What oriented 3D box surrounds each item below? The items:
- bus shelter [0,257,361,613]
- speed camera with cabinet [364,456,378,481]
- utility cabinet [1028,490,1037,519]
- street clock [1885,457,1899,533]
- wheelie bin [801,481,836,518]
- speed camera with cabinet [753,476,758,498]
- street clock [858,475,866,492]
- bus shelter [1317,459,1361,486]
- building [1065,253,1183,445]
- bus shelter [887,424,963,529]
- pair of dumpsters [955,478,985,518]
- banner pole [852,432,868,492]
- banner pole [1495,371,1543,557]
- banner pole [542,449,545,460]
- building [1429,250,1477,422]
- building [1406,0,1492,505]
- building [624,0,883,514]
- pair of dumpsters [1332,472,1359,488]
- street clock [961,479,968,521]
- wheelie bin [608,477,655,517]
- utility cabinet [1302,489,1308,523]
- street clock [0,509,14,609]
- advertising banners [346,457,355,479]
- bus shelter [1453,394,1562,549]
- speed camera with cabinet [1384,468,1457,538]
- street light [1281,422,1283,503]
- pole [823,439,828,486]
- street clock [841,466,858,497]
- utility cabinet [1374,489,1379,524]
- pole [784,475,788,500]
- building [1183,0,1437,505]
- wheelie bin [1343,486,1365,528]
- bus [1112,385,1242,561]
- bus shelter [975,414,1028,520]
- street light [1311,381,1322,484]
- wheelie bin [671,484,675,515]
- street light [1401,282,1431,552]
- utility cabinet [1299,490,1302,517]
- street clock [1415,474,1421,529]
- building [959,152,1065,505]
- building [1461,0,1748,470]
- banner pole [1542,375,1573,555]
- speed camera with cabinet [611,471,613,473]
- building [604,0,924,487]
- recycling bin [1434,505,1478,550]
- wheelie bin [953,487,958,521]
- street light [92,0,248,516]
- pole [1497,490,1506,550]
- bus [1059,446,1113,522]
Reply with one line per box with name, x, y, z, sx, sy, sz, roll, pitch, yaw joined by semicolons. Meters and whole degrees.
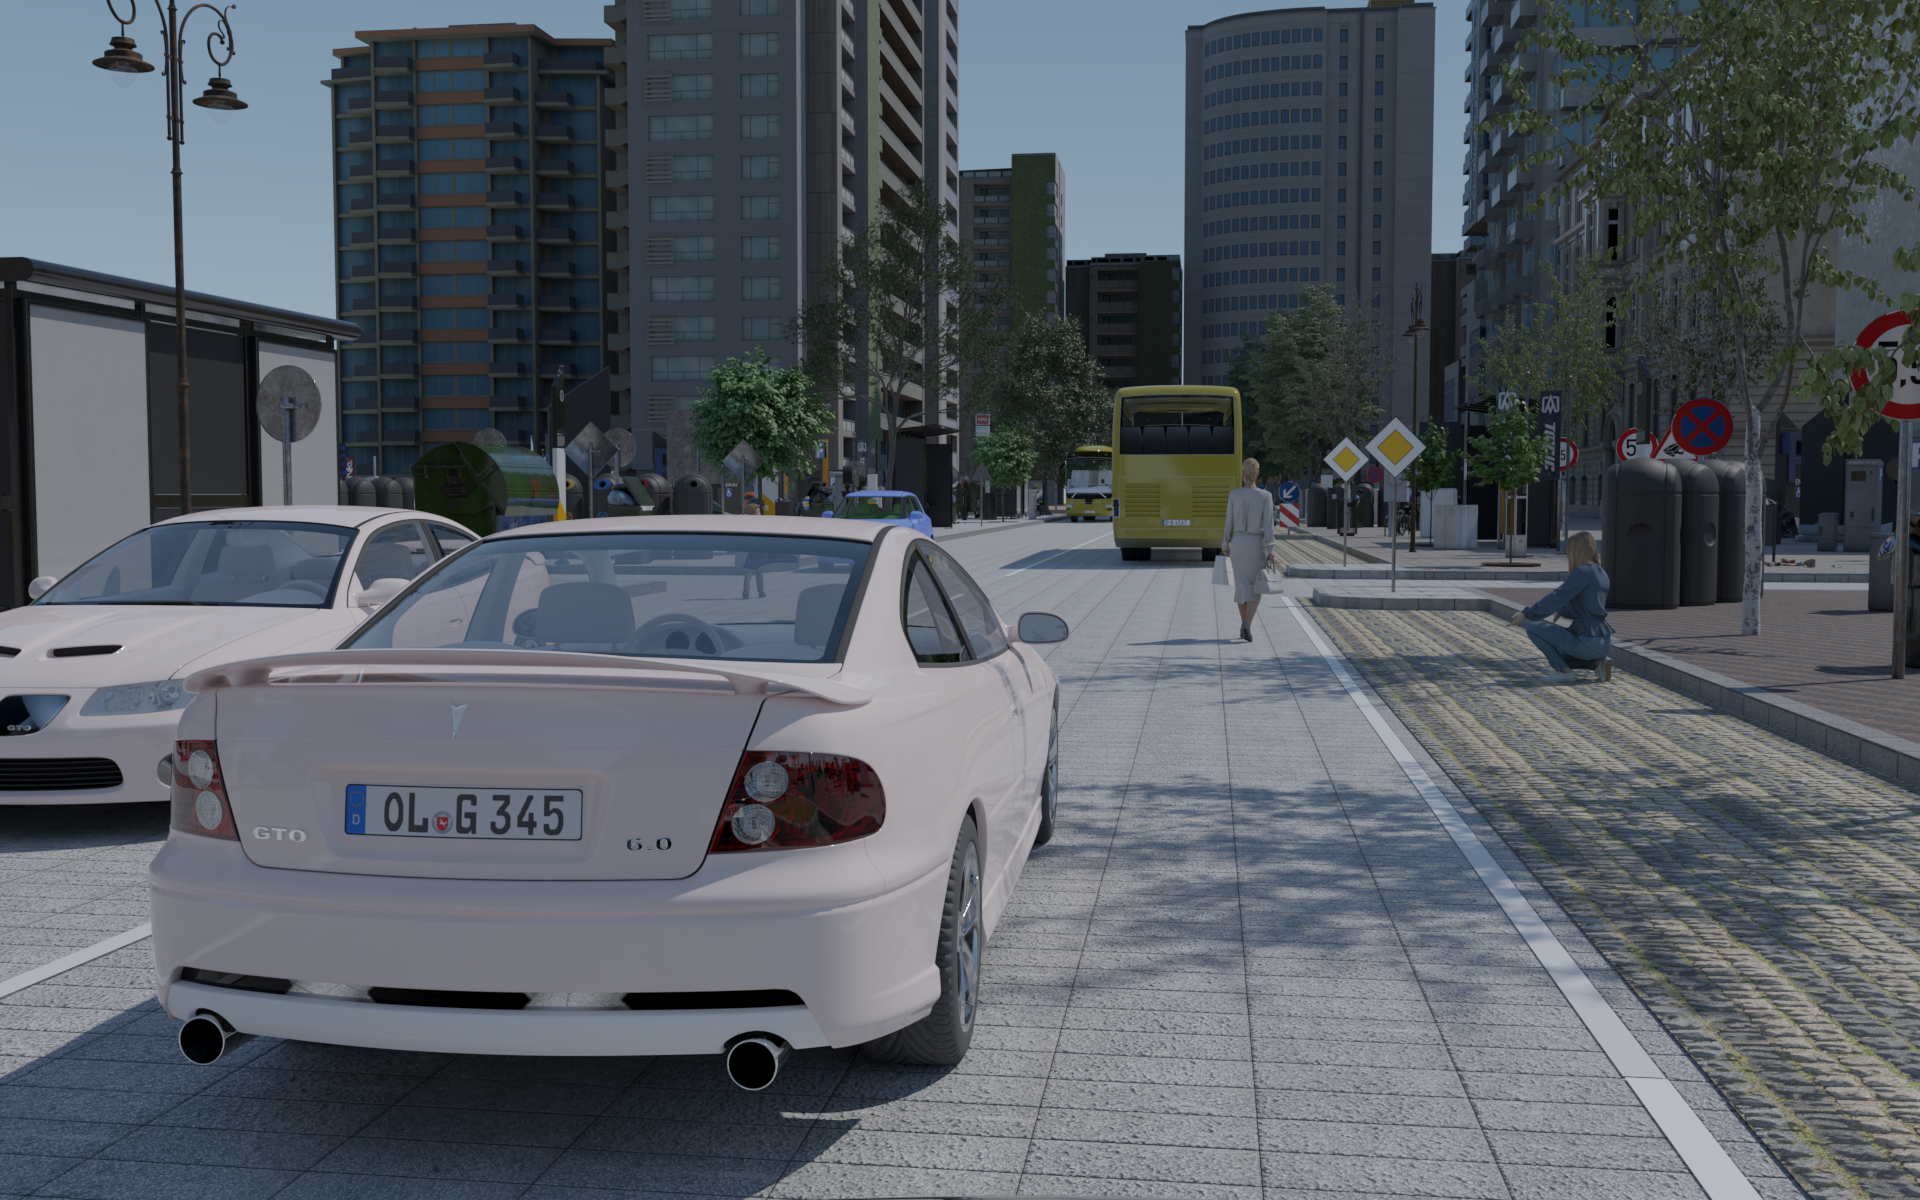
bus shelter;-8.987;-2.404;16.939;2.179;5.291;8.768;1;4;8
speed camera with cabinet;-30.635;-5.944;91.513;0.660;3.252;2.038;1;4;17
utility cabinet;3.694;-4.849;87.966;0.318;1.500;1.173;1;4;9
street clock;18.207;-1.775;33.592;0.471;2.002;0.358;3;5;45
wheelie bin;-3.527;-2.181;43.565;0.693;1.594;0.980;2;4;32
speed camera with cabinet;-8.122;-4.729;71.652;0.660;3.252;2.038;-1;4;-13
street clock;-3.742;-3.665;64.494;0.358;2.002;0.471;-3;5;-41
bus shelter;18.188;-5.443;82.918;2.014;3.302;5.546;1;4;8
building;19.941;-26.847;210.647;14.107;30.474;14.160;0;4;8
bus shelter;-1.198;-4.277;61.217;1.731;3.624;6.357;1;4;8
pair of dumpsters;0.607;-5.547;93.188;1.574;2.255;4.437;0;4;8
banner pole;-4.085;-4.890;69.966;0.863;3.779;0.401;2;4;28
banner pole;11.331;-2.777;35.415;0.863;3.779;0.401;0;4;-1
banner pole;-23.186;-6.521;96.627;0.401;3.779;0.863;0;4;4
building;61.894;-26.507;205.086;14.107;30.474;14.160;0;4;8
building;51.191;-50.929;145.367;22.319;86.520;31.000;0;4;8
building;-13.372;-26.449;116.034;14.154;41.232;14.086;0;4;8
pair of dumpsters;16.970;-4.605;77.784;1.574;2.255;4.437;0;4;8
street clock;0.218;-4.852;83.907;0.358;2.002;0.471;-1;4;-14
wheelie bin;-6.040;-1.457;31.736;0.693;1.594;0.980;1;4;14
utility cabinet;15.235;-4.068;75.199;0.318;1.500;1.173;0;4;0
street clock;-10.684;-0.897;19.243;0.471;2.002;0.358;2;4;27
advertising banners;-27.862;-5.198;81.176;2.074;3.025;0.090;0;4;4
bus shelter;13.773;-3.213;43.818;1.731;3.624;6.357;1;4;8
speed camera with cabinet;13.576;-3.468;51.033;2.038;3.252;0.660;1;4;22
street light;19.354;-8.024;103.981;0.468;5.910;1.993;0;4;8
pole;-5.008;-4.320;64.483;0.158;3.312;0.155;0;3;0
street clock;-2.880;-2.433;44.342;0.358;2.002;0.471;0;4;-6
utility cabinet;18.233;-3.995;74.002;1.173;1.500;0.318;-1;4;-23
pole;-10.493;-6.753;104.247;0.158;3.312;0.155;0;3;0
building;41.231;-40.808;209.216;28.212;58.520;21.231;0;4;8
wheelie bin;14.968;-3.535;65.709;0.693;1.594;0.980;-1;4;-21
bus;5.009;-2.956;39.882;2.896;3.916;12.252;0;4;7
bus shelter;2.213;-6.821;89.163;2.179;5.291;8.768;0;4;8
street light;14.665;-6.022;71.245;0.468;5.910;1.993;0;4;8
wheelie bin;-8.485;-2.764;53.105;0.980;1.594;0.693;2;4;25
street light;9.973;-3.988;37.987;0.468;5.910;1.993;0;4;8
utility cabinet;19.599;-5.441;97.638;1.173;1.500;0.318;-3;5;-40
street clock;16.503;-3.548;62.573;0.358;2.002;0.471;1;4;13
building;5.359;-32.264;211.106;14.086;41.232;14.154;0;4;8
building;47.404;-30.365;116.069;23.786;49.044;30.456;0;4;8
banner pole;12.683;-2.861;36.798;0.863;3.779;0.401;3;4;38
speed camera with cabinet;-14.202;-4.360;65.627;2.038;3.252;0.660;0;4;5
building;-14.982;-31.234;134.372;21.300;48.544;21.600;0;4;8
recycling bin;11.467;-1.683;40.066;0.722;1.027;0.722;-2;4;-34
wheelie bin;-0.536;-4.451;80.678;0.980;1.594;0.693;2;4;34
street light;-6.799;-2.588;15.102;0.468;5.910;1.993;0;4;8
pole;12.509;-2.819;39.926;0.158;3.312;0.155;0;3;0
bus;7.392;-6.106;91.377;2.896;3.916;12.252;1;4;10
